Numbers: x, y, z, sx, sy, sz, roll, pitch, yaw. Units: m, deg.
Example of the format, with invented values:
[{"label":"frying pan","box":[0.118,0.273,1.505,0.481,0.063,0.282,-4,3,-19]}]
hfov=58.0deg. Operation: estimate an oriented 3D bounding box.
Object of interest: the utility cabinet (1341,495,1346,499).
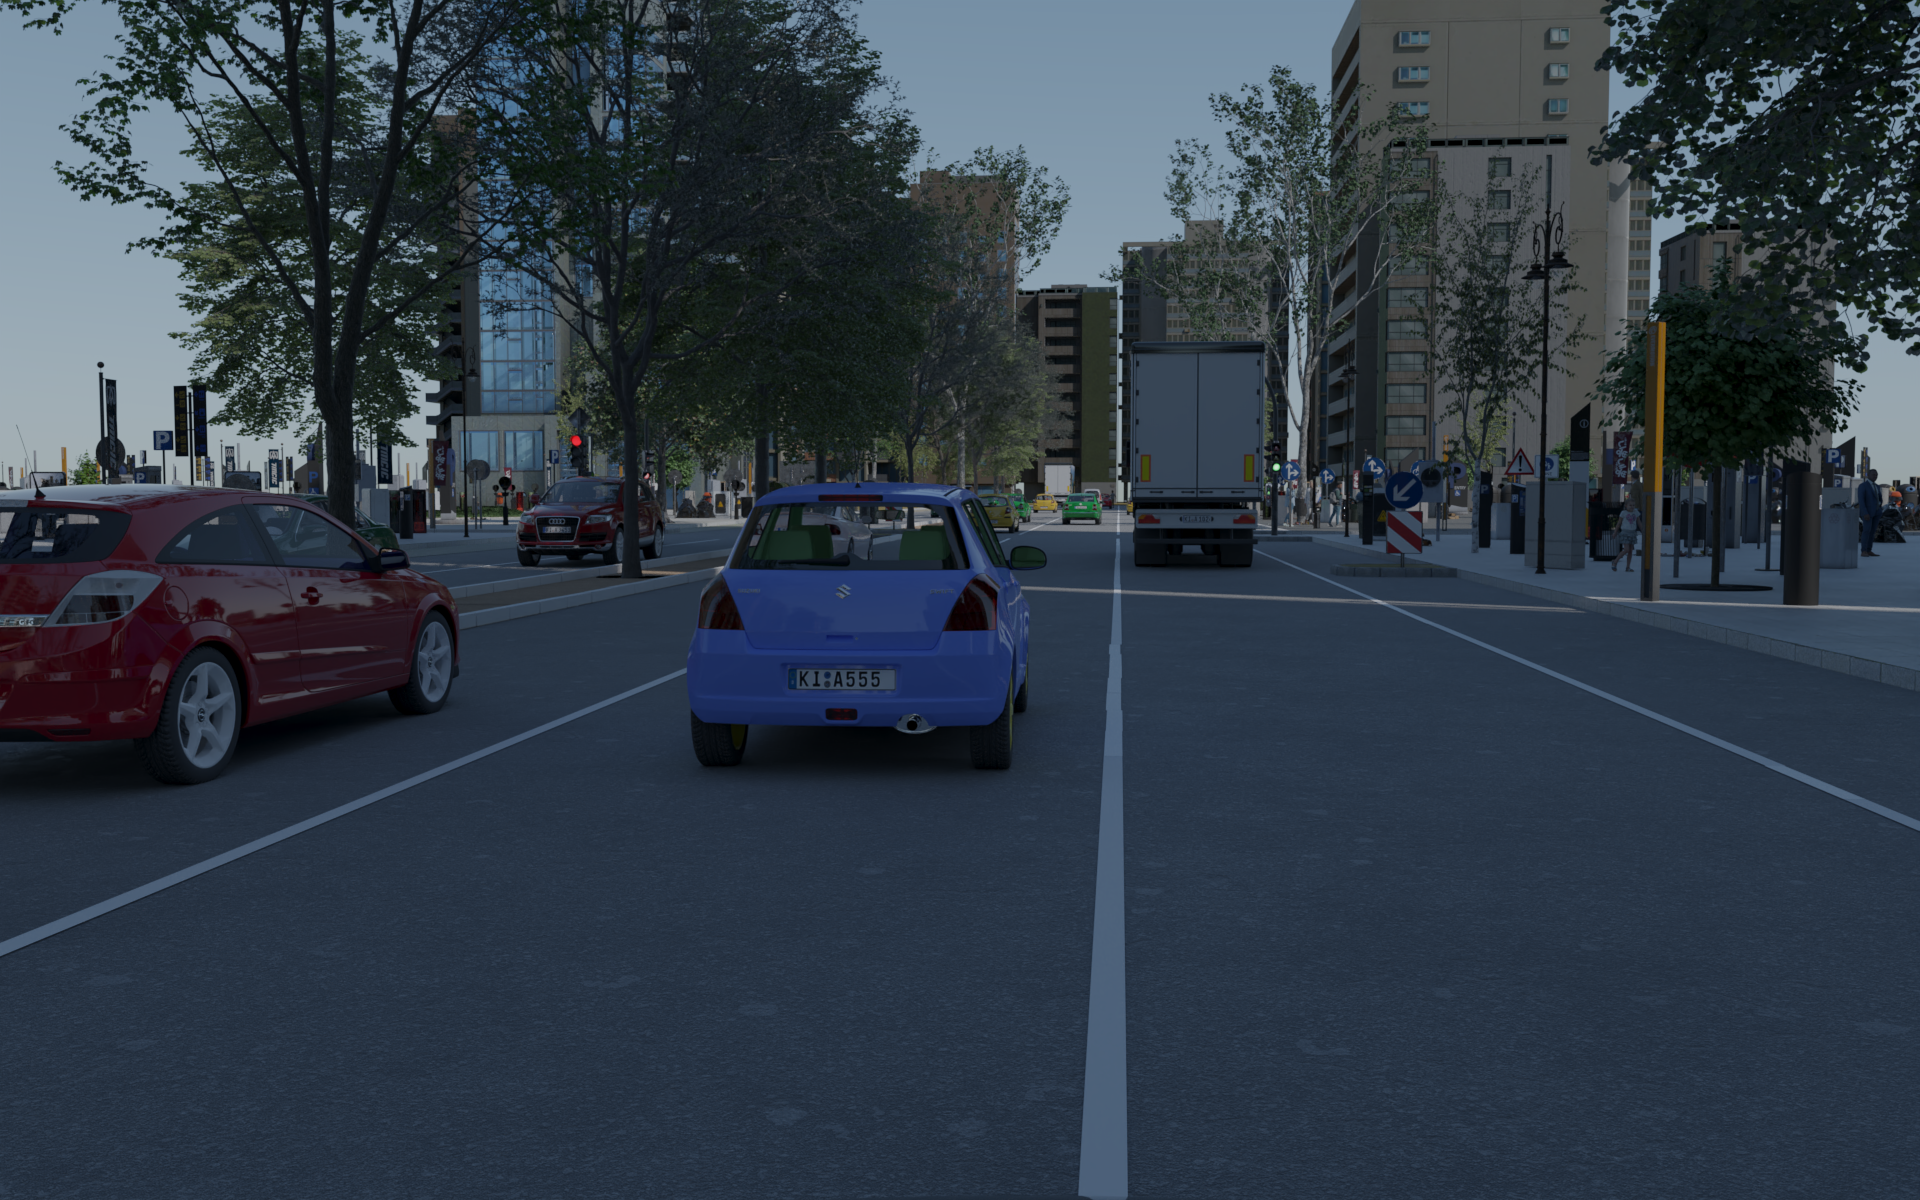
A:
[{"label":"utility cabinet","box":[22.024,-5.449,100.246,0.306,1.237,1.020,-1,4,-12]}]

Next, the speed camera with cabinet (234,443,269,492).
[{"label":"speed camera with cabinet","box":[-27.328,-4.432,66.795,0.660,3.252,2.038,-3,5,-44]}]

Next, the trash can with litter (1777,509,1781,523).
[{"label":"trash can with litter","box":[19.475,-1.747,39.951,1.055,1.170,0.624,1,4,9]}]

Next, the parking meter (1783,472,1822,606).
[{"label":"parking meter","box":[9.731,-0.709,20.001,0.372,1.533,0.369,0,3,0]}]

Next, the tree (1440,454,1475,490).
[{"label":"tree","box":[38.107,-9.116,132.764,4.285,4.588,4.351,0,3,0]}]

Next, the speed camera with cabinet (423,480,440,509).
[{"label":"speed camera with cabinet","box":[-33.341,-6.962,108.160,2.038,3.252,0.660,3,4,38]}]

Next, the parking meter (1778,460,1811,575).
[{"label":"parking meter","box":[13.184,-1.321,27.306,0.399,1.863,0.255,3,5,42]}]

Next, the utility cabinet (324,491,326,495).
[{"label":"utility cabinet","box":[-48.820,-7.672,134.114,1.173,1.500,0.318,2,4,25]}]

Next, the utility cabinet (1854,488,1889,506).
[{"label":"utility cabinet","box":[31.376,-3.116,59.629,0.318,1.500,1.173,-1,4,-17]}]

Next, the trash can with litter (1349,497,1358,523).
[{"label":"trash can with litter","box":[17.766,-4.022,77.149,1.055,1.170,0.624,0,4,-1]}]

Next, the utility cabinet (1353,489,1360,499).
[{"label":"utility cabinet","box":[18.172,-4.309,79.138,0.318,1.500,1.173,0,4,7]}]

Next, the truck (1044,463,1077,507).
[{"label":"truck","box":[9.277,-10.469,160.089,2.839,4.237,11.283,0,4,6]}]

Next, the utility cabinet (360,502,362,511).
[{"label":"utility cabinet","box":[-26.586,-4.234,77.901,1.173,1.500,0.318,2,4,33]}]

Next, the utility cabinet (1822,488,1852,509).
[{"label":"utility cabinet","box":[29.803,-3.092,59.229,1.173,1.500,0.318,1,4,20]}]

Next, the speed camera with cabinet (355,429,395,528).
[{"label":"speed camera with cabinet","box":[-17.709,-3.530,52.053,0.660,3.252,2.038,-2,4,-33]}]

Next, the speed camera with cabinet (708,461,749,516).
[{"label":"speed camera with cabinet","box":[-13.690,-6.611,102.429,2.038,3.252,0.660,-1,4,-22]}]

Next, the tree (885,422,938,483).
[{"label":"tree","box":[-5.177,-12.778,159.282,4.737,8.622,4.395,0,3,0]}]

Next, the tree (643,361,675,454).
[{"label":"tree","box":[-15.851,-8.310,86.223,4.360,8.622,3.978,0,3,0]}]

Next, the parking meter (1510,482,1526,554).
[{"label":"parking meter","box":[11.973,-1.752,37.060,0.372,1.533,0.369,0,3,0]}]

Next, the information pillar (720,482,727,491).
[{"label":"information pillar","box":[-14.228,-6.097,104.173,0.304,2.012,0.304,1,4,10]}]

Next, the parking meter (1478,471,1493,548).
[{"label":"parking meter","box":[12.499,-2.180,41.347,0.399,1.863,0.255,0,4,6]}]

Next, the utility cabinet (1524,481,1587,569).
[{"label":"utility cabinet","box":[10.244,-1.291,29.793,0.318,1.500,1.173,-1,4,-22]}]

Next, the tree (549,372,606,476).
[{"label":"tree","box":[-22.526,-9.344,103.130,4.737,8.622,4.395,0,3,0]}]

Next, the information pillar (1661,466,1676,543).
[{"label":"information pillar","box":[18.585,-2.502,45.398,0.304,2.012,0.304,3,5,41]}]

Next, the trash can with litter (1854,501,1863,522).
[{"label":"trash can with litter","box":[26.906,-2.510,52.428,1.055,1.170,0.624,2,4,24]}]

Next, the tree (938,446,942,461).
[{"label":"tree","box":[-3.672,-13.585,172.483,4.737,8.622,4.395,0,3,0]}]

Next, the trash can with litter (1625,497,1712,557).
[{"label":"trash can with litter","box":[14.696,-1.512,35.785,2.233,1.210,1.678,0,4,7]}]

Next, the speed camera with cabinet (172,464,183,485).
[{"label":"speed camera with cabinet","box":[-50.492,-7.191,111.910,0.660,3.252,2.038,-2,4,-29]}]

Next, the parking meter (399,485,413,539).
[{"label":"parking meter","box":[-15.846,-2.515,49.533,0.372,1.533,0.369,0,3,0]}]

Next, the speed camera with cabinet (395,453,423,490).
[{"label":"speed camera with cabinet","box":[-26.959,-5.473,83.819,0.660,3.252,2.038,1,4,11]}]

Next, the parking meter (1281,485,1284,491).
[{"label":"parking meter","box":[21.164,-6.622,113.978,0.255,1.863,0.399,1,4,14]}]

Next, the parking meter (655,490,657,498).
[{"label":"parking meter","box":[-16.715,-5.311,95.249,0.372,1.533,0.369,0,3,0]}]

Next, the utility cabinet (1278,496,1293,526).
[{"label":"utility cabinet","box":[13.124,-3.615,70.273,0.306,1.237,1.020,-1,4,-22]}]

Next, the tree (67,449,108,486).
[{"label":"tree","box":[-36.789,-4.812,73.274,1.663,3.219,1.824,0,3,0]}]

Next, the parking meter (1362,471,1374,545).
[{"label":"parking meter","box":[10.316,-2.329,43.784,0.255,1.863,0.399,1,4,15]}]

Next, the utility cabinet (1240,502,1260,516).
[{"label":"utility cabinet","box":[16.697,-5.579,99.896,1.173,1.500,0.318,-1,4,-9]}]

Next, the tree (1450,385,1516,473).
[{"label":"tree","box":[34.133,-9.935,112.803,4.737,8.622,4.395,0,3,0]}]

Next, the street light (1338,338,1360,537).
[{"label":"street light","box":[11.549,-4.817,51.541,0.468,5.910,1.993,0,4,5]}]

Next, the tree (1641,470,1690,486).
[{"label":"tree","box":[27.886,-4.486,67.941,1.663,3.219,1.824,0,3,0]}]

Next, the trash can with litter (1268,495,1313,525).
[{"label":"trash can with litter","box":[14.007,-3.775,72.774,2.233,1.210,1.678,0,4,1]}]

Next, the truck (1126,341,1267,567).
[{"label":"truck","box":[4.953,-2.966,37.408,2.839,4.237,11.283,0,4,6]}]

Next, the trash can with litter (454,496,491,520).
[{"label":"trash can with litter","box":[-24.089,-4.589,86.084,1.678,1.210,2.233,-2,4,-34]}]

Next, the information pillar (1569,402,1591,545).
[{"label":"information pillar","box":[15.762,-3.222,44.040,0.504,3.616,0.183,1,4,15]}]

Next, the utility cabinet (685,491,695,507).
[{"label":"utility cabinet","box":[-18.109,-6.584,116.333,0.318,1.500,1.173,1,4,10]}]

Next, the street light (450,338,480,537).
[{"label":"street light","box":[-14.662,-4.800,51.275,0.468,5.910,1.993,0,4,5]}]

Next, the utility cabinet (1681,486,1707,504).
[{"label":"utility cabinet","box":[20.602,-2.479,49.216,0.318,1.500,1.173,-3,5,-42]}]

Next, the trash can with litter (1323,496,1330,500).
[{"label":"trash can with litter","box":[18.792,-4.729,88.706,0.624,1.170,1.055,0,4,5]}]

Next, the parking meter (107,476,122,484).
[{"label":"parking meter","box":[-27.195,-3.059,55.726,0.255,1.863,0.399,2,4,25]}]

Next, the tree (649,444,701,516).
[{"label":"tree","box":[-17.093,-7.350,103.887,4.285,4.588,4.351,0,3,0]}]

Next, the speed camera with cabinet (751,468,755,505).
[{"label":"speed camera with cabinet","box":[-16.360,-8.406,131.765,2.038,3.252,0.660,-2,4,-25]}]

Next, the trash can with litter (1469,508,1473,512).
[{"label":"trash can with litter","box":[36.891,-6.873,123.765,1.055,1.170,0.624,-2,4,-31]}]

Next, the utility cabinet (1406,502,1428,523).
[{"label":"utility cabinet","box":[20.462,-4.071,77.723,1.020,1.237,0.306,0,4,-5]}]

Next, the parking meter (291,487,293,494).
[{"label":"parking meter","box":[-55.094,-8.373,142.607,0.255,1.863,0.399,-1,4,-16]}]

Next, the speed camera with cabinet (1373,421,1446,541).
[{"label":"speed camera with cabinet","box":[12.190,-3.238,47.284,2.038,3.252,0.660,2,4,24]}]

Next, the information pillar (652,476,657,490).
[{"label":"information pillar","box":[-22.989,-8.515,130.570,0.183,3.616,0.504,3,5,44]}]

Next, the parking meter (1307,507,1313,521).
[{"label":"parking meter","box":[16.494,-4.469,81.480,0.372,1.533,0.369,0,3,0]}]

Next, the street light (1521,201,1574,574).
[{"label":"street light","box":[9.349,-3.359,27.710,0.468,5.910,1.993,0,4,5]}]

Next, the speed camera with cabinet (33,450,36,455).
[{"label":"speed camera with cabinet","box":[-42.329,-5.111,77.895,2.038,3.252,0.660,-2,4,-31]}]
